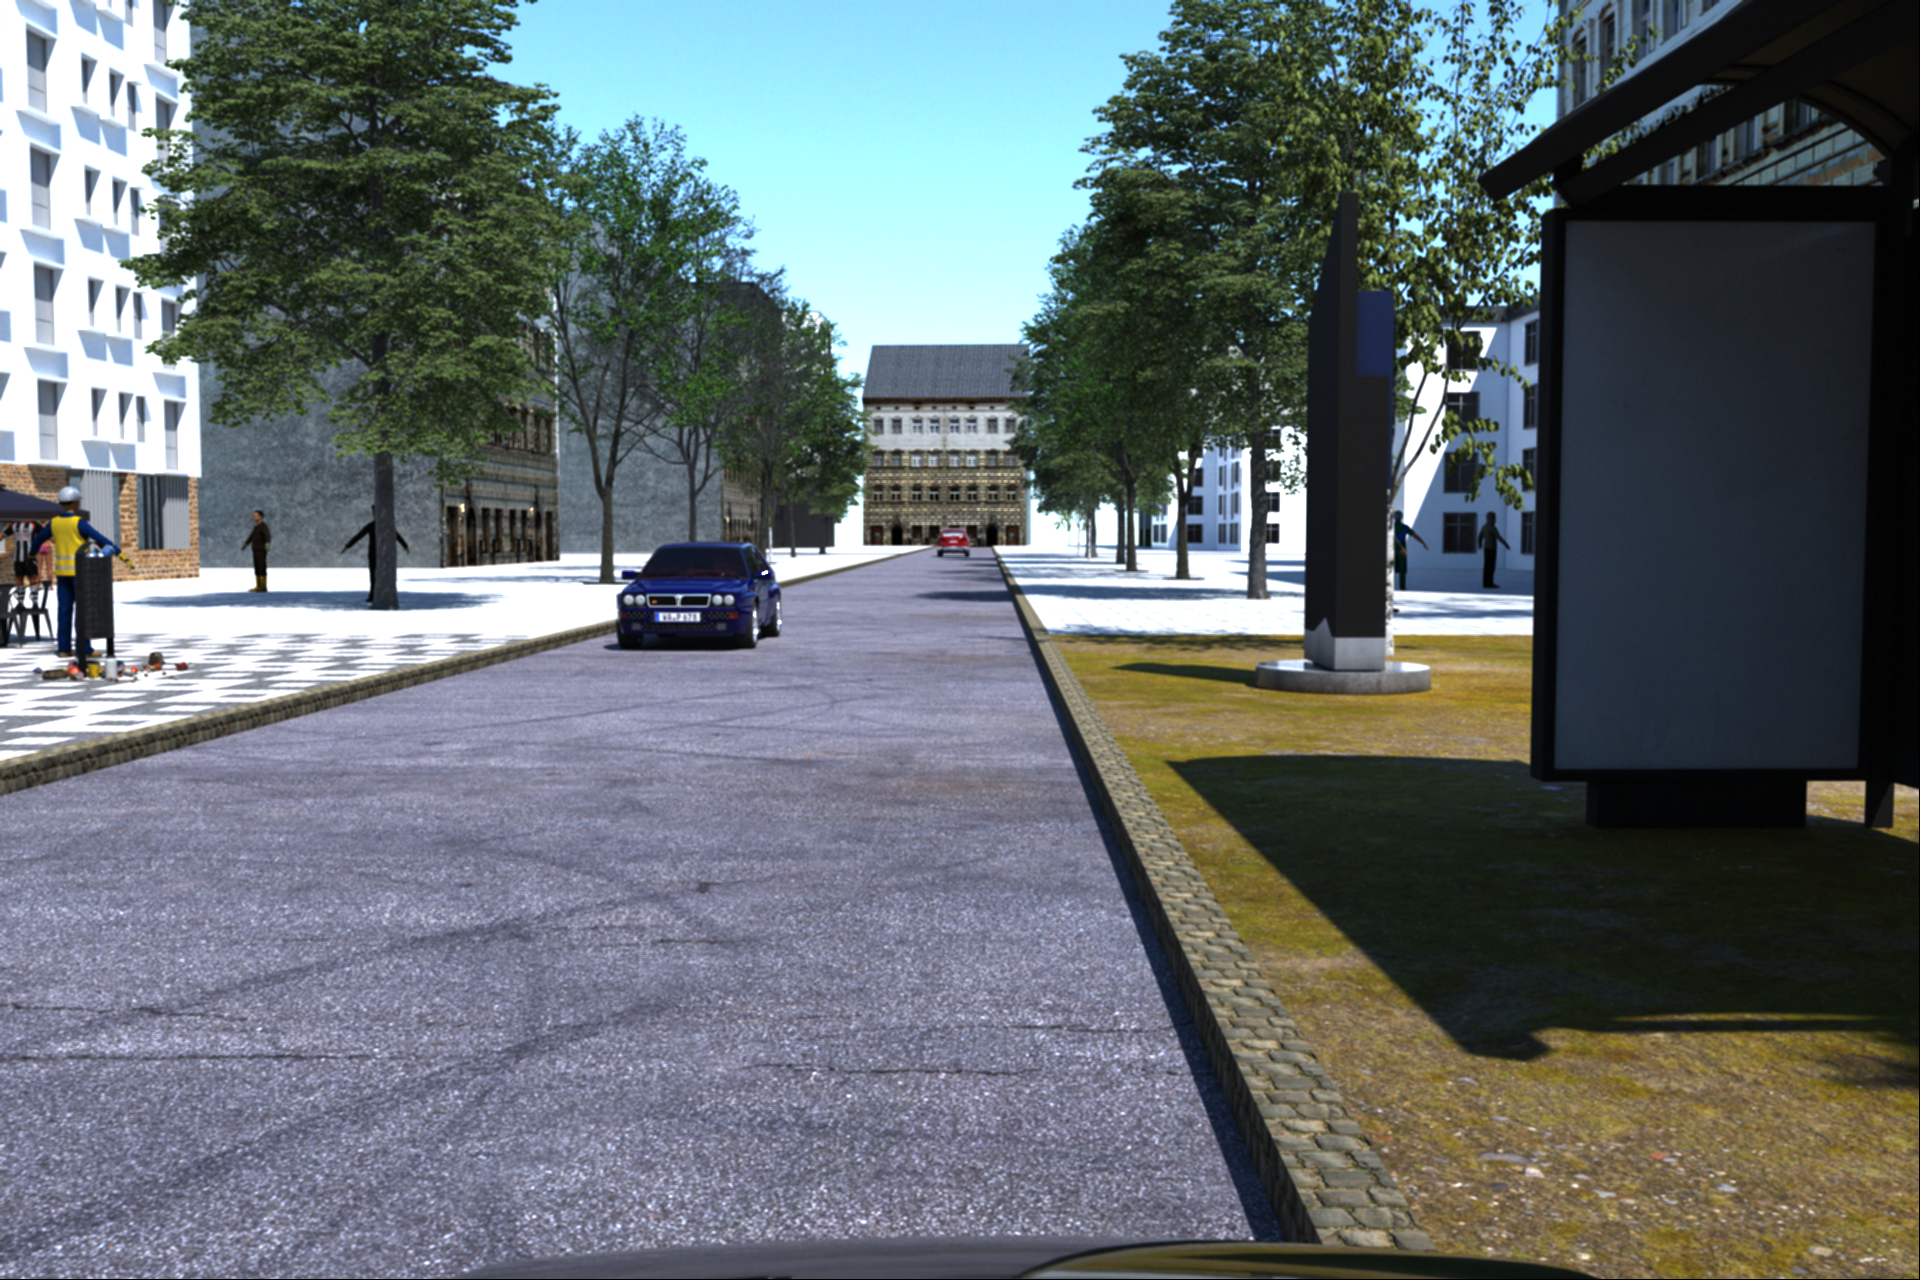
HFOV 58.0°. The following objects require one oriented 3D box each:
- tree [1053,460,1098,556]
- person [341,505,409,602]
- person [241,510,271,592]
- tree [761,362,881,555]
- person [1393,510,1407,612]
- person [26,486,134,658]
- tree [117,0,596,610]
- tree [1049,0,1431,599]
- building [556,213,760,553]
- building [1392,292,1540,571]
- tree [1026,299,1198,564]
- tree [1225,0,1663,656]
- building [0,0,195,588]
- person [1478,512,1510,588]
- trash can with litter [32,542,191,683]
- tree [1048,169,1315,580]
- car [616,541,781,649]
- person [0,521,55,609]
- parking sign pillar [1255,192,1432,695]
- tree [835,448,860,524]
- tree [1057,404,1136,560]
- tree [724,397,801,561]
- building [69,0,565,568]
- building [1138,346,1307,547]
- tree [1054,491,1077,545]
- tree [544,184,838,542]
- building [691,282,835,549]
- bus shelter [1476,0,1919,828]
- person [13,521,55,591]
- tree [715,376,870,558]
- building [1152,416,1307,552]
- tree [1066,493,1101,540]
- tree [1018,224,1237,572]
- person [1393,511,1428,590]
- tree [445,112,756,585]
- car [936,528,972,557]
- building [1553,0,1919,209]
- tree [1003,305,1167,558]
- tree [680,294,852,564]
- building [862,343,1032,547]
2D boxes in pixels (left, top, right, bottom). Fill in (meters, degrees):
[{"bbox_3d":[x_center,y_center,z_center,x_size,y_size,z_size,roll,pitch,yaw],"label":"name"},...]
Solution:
[{"bbox_3d":[6.938,-9.346,103.169,4.737,8.622,4.395,0,3,0],"label":"tree"},{"bbox_3d":[-11.017,-1.641,32.762,1.347,1.837,0.705,-3,5,-44],"label":"person"},{"bbox_3d":[-15.604,-1.980,38.513,0.704,1.812,1.346,-3,5,-45],"label":"person"},{"bbox_3d":[-8.746,-11.645,108.522,7.486,12.596,7.792,0,3,0],"label":"tree"},{"bbox_3d":[6.992,-1.349,28.327,0.705,1.796,1.348,2,4,32],"label":"person"},{"bbox_3d":[-9.177,-0.707,18.026,1.216,1.772,0.721,1,4,10],"label":"person"},{"bbox_3d":[-10.004,-6.805,29.390,7.486,12.596,7.792,0,3,0],"label":"tree"},{"bbox_3d":[5.478,-7.077,33.836,7.486,12.596,7.792,0,3,0],"label":"tree"},{"bbox_3d":[-25.161,-18.062,126.237,19.493,23.208,18.063,0,4,1],"label":"building"},{"bbox_3d":[20.849,-7.441,63.816,9.099,9.664,28.070,0,4,1],"label":"building"},{"bbox_3d":[6.563,-9.497,73.395,7.486,12.596,7.792,0,3,0],"label":"tree"},{"bbox_3d":[4.611,-4.126,17.821,4.737,8.622,4.395,0,3,0],"label":"tree"},{"bbox_3d":[-27.421,-11.076,37.511,16.016,20.090,11.380,0,4,0],"label":"building"},{"bbox_3d":[12.660,-2.149,41.264,0.705,1.813,1.348,-1,4,-13],"label":"person"},{"bbox_3d":[-7.693,-0.303,16.019,1.678,1.210,2.233,0,4,1],"label":"trash can with litter"},{"bbox_3d":[6.325,-7.511,48.560,9.928,11.665,9.643,0,3,0],"label":"tree"},{"bbox_3d":[-3.395,-0.631,22.902,1.945,1.354,3.894,0,4,1],"label":"car"},{"bbox_3d":[-15.450,-1.374,28.615,1.345,1.843,0.704,0,4,-4],"label":"person"},{"bbox_3d":[3.208,-1.586,14.401,1.447,3.967,1.447,0,4,1],"label":"parking sign pillar"},{"bbox_3d":[-16.580,-17.839,198.316,9.857,13.997,8.962,0,3,0],"label":"tree"},{"bbox_3d":[6.119,-8.220,84.766,4.360,8.622,3.978,0,3,0],"label":"tree"},{"bbox_3d":[-8.973,-8.168,83.913,4.360,8.622,3.978,0,3,0],"label":"tree"},{"bbox_3d":[-28.468,-14.811,73.097,19.493,23.208,18.063,0,4,1],"label":"building"},{"bbox_3d":[27.166,-18.542,169.618,16.747,18.905,31.486,0,4,1],"label":"building"},{"bbox_3d":[12.388,-15.222,199.236,4.737,8.622,4.395,0,3,0],"label":"tree"},{"bbox_3d":[-9.207,-9.147,59.931,12.009,13.543,11.850,0,3,0],"label":"tree"},{"bbox_3d":[-26.796,-19.142,156.943,27.936,21.610,32.646,0,4,1],"label":"building"},{"bbox_3d":[3.350,-0.679,5.020,2.014,3.302,5.546,0,4,-1],"label":"bus shelter"},{"bbox_3d":[-20.845,-1.994,39.406,1.217,1.733,0.721,-2,4,-28],"label":"person"},{"bbox_3d":[-9.143,-9.815,94.886,8.767,10.594,7.601,0,4,-8],"label":"tree"},{"bbox_3d":[20.938,-11.910,136.871,9.099,9.664,28.070,0,4,1],"label":"building"},{"bbox_3d":[14.003,-14.927,194.412,4.737,8.622,4.395,0,3,0],"label":"tree"},{"bbox_3d":[5.716,-8.122,58.545,9.928,11.665,9.643,0,3,0],"label":"tree"},{"bbox_3d":[9.975,-2.040,39.482,1.347,1.817,0.704,1,4,15],"label":"person"},{"bbox_3d":[-9.055,-7.221,43.811,9.928,11.665,9.643,0,3,0],"label":"tree"},{"bbox_3d":[-0.398,-6.193,109.923,2.281,1.827,5.304,0,4,0],"label":"car"},{"bbox_3d":[25.070,-12.630,37.435,19.493,23.208,18.063,0,4,1],"label":"building"},{"bbox_3d":[6.950,-11.371,92.567,9.857,13.997,8.962,0,3,0],"label":"tree"},{"bbox_3d":[-8.336,-9.077,74.172,9.928,11.665,9.643,0,3,0],"label":"tree"},{"bbox_3d":[-1.083,-22.378,199.272,18.063,23.208,19.493,0,4,4],"label":"building"}]
